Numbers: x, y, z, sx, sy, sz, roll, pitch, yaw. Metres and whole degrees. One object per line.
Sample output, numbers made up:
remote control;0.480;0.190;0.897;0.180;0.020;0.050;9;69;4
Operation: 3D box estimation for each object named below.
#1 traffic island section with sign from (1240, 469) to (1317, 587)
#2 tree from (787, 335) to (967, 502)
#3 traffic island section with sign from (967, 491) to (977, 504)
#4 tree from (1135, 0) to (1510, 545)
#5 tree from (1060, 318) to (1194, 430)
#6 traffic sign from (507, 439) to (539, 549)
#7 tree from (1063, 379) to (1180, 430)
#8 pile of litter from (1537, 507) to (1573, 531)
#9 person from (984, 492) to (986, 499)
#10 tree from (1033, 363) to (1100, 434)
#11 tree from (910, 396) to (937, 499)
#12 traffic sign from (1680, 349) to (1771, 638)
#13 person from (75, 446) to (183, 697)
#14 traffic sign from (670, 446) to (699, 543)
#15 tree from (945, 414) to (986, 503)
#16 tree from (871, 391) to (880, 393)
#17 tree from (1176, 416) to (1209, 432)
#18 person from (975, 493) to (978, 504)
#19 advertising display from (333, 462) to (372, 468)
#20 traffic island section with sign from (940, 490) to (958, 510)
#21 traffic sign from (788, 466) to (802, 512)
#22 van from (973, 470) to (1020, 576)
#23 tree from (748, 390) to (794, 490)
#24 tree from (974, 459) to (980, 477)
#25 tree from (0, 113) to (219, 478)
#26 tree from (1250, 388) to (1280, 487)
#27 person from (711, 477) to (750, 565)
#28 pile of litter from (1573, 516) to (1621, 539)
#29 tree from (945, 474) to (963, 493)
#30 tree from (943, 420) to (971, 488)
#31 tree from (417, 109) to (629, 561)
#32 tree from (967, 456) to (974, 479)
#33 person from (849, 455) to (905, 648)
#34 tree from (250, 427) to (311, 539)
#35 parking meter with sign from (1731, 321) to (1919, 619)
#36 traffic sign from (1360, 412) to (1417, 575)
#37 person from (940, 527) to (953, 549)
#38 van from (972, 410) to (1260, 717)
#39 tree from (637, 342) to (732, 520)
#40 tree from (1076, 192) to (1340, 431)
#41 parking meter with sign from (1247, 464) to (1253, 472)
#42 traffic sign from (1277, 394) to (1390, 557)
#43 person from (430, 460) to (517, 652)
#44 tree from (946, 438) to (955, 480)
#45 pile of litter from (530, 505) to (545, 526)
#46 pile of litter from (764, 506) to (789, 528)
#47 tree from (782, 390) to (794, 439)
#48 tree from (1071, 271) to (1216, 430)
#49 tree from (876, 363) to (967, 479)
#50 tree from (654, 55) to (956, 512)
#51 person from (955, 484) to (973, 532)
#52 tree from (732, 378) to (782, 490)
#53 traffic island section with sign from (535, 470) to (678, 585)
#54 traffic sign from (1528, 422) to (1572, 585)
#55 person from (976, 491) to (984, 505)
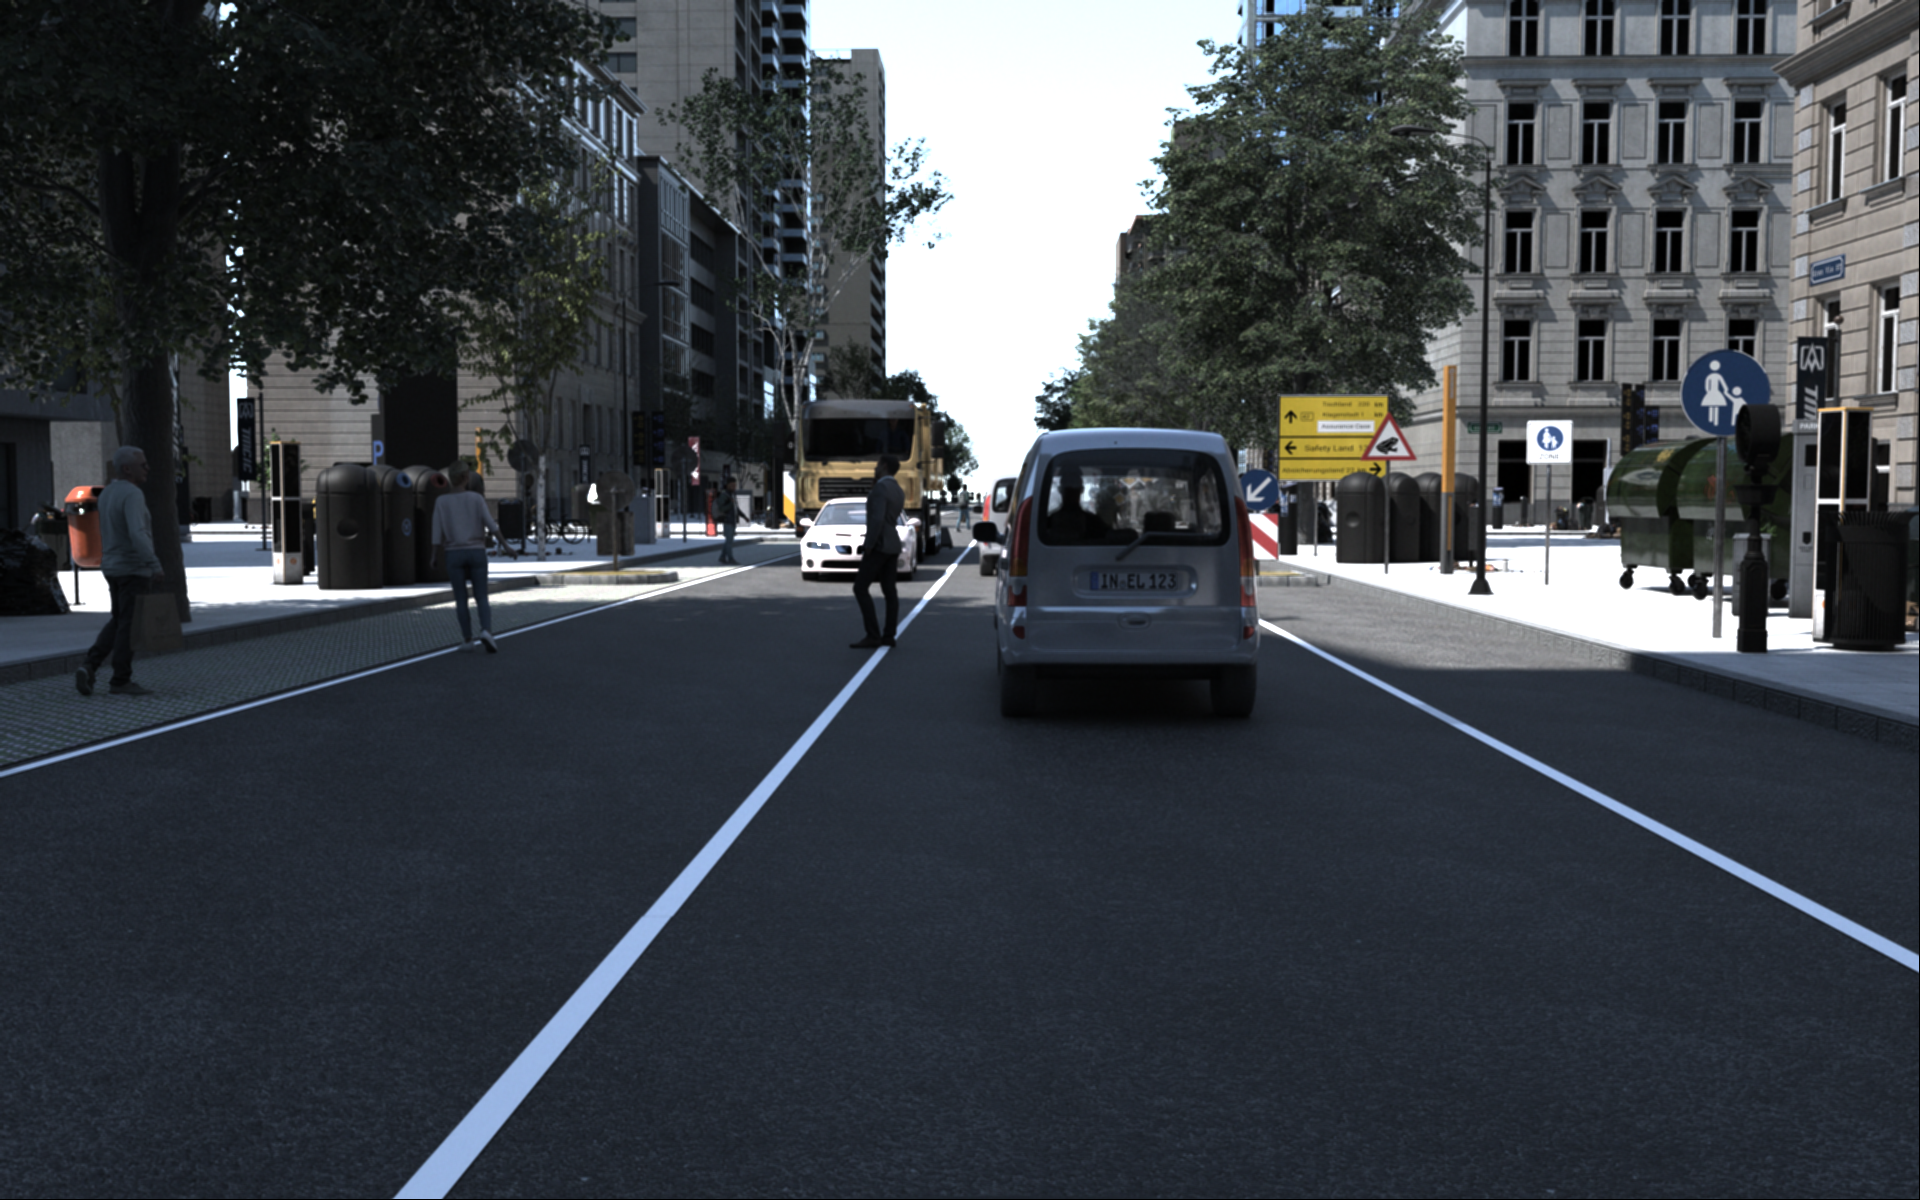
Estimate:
traffic island section with sign;4.567;-1.170;27.757;1.989;1.847;2.006;0;4;2
tree;-5.558;-10.200;101.183;8.767;10.594;7.601;-3;5;-43
traffic island section with sign;2.009;-15.999;270.216;1.989;1.847;2.006;0;4;2
tree;8.610;-8.363;43.390;9.857;13.997;8.962;0;3;0
tree;9.631;-10.469;96.922;9.928;11.665;9.643;0;3;0
traffic sign;-10.158;-2.457;40.284;0.768;2.556;0.104;0;4;6
tree;11.119;-11.439;121.435;8.767;10.594;7.601;-2;4;-35
pile of litter;21.116;-2.856;60.657;1.176;0.858;1.719;-3;5;-44
person;2.895;-11.662;199.850;0.721;1.739;1.217;-2;4;-24
tree;11.632;-15.979;167.911;9.857;13.997;8.962;0;3;0
tree;-4.260;-10.856;127.865;4.360;8.622;3.978;0;3;0
traffic sign;6.738;-0.932;15.340;0.768;2.556;0.104;0;4;6
person;-5.821;-0.190;12.098;0.782;1.767;0.515;3;5;40
traffic sign;-7.290;-2.795;45.800;0.768;2.556;0.104;1;4;9
tree;-1.185;-21.601;263.539;12.009;13.543;11.850;0;3;0
tree;-5.562;-10.274;118.347;4.737;8.622;4.395;0;3;0
tree;16.559;-11.016;130.480;4.737;8.622;4.395;0;3;0
person;2.358;-14.624;249.073;0.593;1.643;0.415;1;4;14
advertising display;-12.211;-1.832;35.162;0.974;1.923;0.123;0;4;1
traffic island section with sign;-1.458;-9.296;160.624;1.989;1.847;2.006;0;4;2
traffic sign;-4.839;-3.001;52.714;0.795;2.450;0.064;0;4;2
van;1.218;-1.507;31.648;2.013;2.044;4.112;0;4;2
tree;-13.043;-10.488;121.844;4.737;8.622;4.395;0;3;0
tree;-0.282;-21.933;293.018;8.767;10.594;7.601;1;4;19
tree;-15.517;-4.991;31.959;4.737;8.622;4.395;0;3;0
tree;17.521;-8.893;95.764;4.360;8.622;3.978;0;3;0
person;-4.629;-1.588;34.809;0.721;1.781;0.623;0;4;5
pile of litter;18.780;-2.188;49.744;1.176;0.858;1.719;-2;4;-33
tree;-1.068;-17.925;276.789;4.285;4.588;4.351;0;3;0
tree;-2.237;-18.780;232.815;9.928;11.665;9.643;0;3;0
tree;-8.215;-5.067;33.205;4.737;8.622;4.395;0;3;0
tree;-3.923;-14.622;173.479;7.601;10.594;8.767;-1;4;-19
person;-0.767;-0.462;16.239;0.473;1.802;0.592;3;4;38
tree;-19.814;-3.384;49.925;1.663;3.219;1.824;0;3;0
parking meter with sign;8.933;-1.319;17.828;1.738;3.016;0.543;2;4;27
traffic sign;6.797;-1.684;27.539;0.884;2.594;0.081;0;4;3
person;-0.880;-2.253;45.558;0.699;1.804;1.509;-2;4;-35
van;1.091;-0.337;12.527;2.013;2.044;4.112;0;4;1
tree;-13.524;-8.212;84.627;4.360;8.622;3.978;0;3;0
tree;9.550;-9.583;67.053;12.009;13.543;11.850;0;3;0
parking meter with sign;17.265;-6.272;98.804;1.738;3.016;0.543;3;4;36
traffic sign;7.605;-2.537;35.347;2.265;3.308;0.079;0;4;4
person;-4.381;-0.400;15.712;0.731;1.740;0.598;-2;4;-31
tree;-2.517;-15.559;204.746;4.360;8.622;3.978;0;3;0
pile of litter;-17.595;-3.473;70.753;1.176;0.858;1.719;2;4;30
pile of litter;-6.864;-3.139;65.285;1.176;0.858;1.719;1;4;9
tree;-11.407;-9.870;111.733;4.360;8.622;3.978;0;3;0
tree;9.420;-10.413;88.377;7.486;12.596;7.792;0;3;0
tree;-4.626;-14.394;152.343;9.611;12.733;9.660;0;3;0
tree;-5.613;-13.275;72.938;12.611;20.169;13.585;0;3;0
person;0.147;-3.458;65.031;0.713;1.824;0.794;-1;4;-19
tree;-13.394;-9.497;105.632;4.360;8.622;3.978;0;3;0
traffic island section with sign;-5.650;-1.188;28.047;1.989;1.847;2.006;0;4;2
traffic sign;8.255;-1.356;24.304;0.606;2.300;0.079;1;4;11
person;2.319;-11.906;203.180;1.348;1.822;0.705;-3;5;-43
